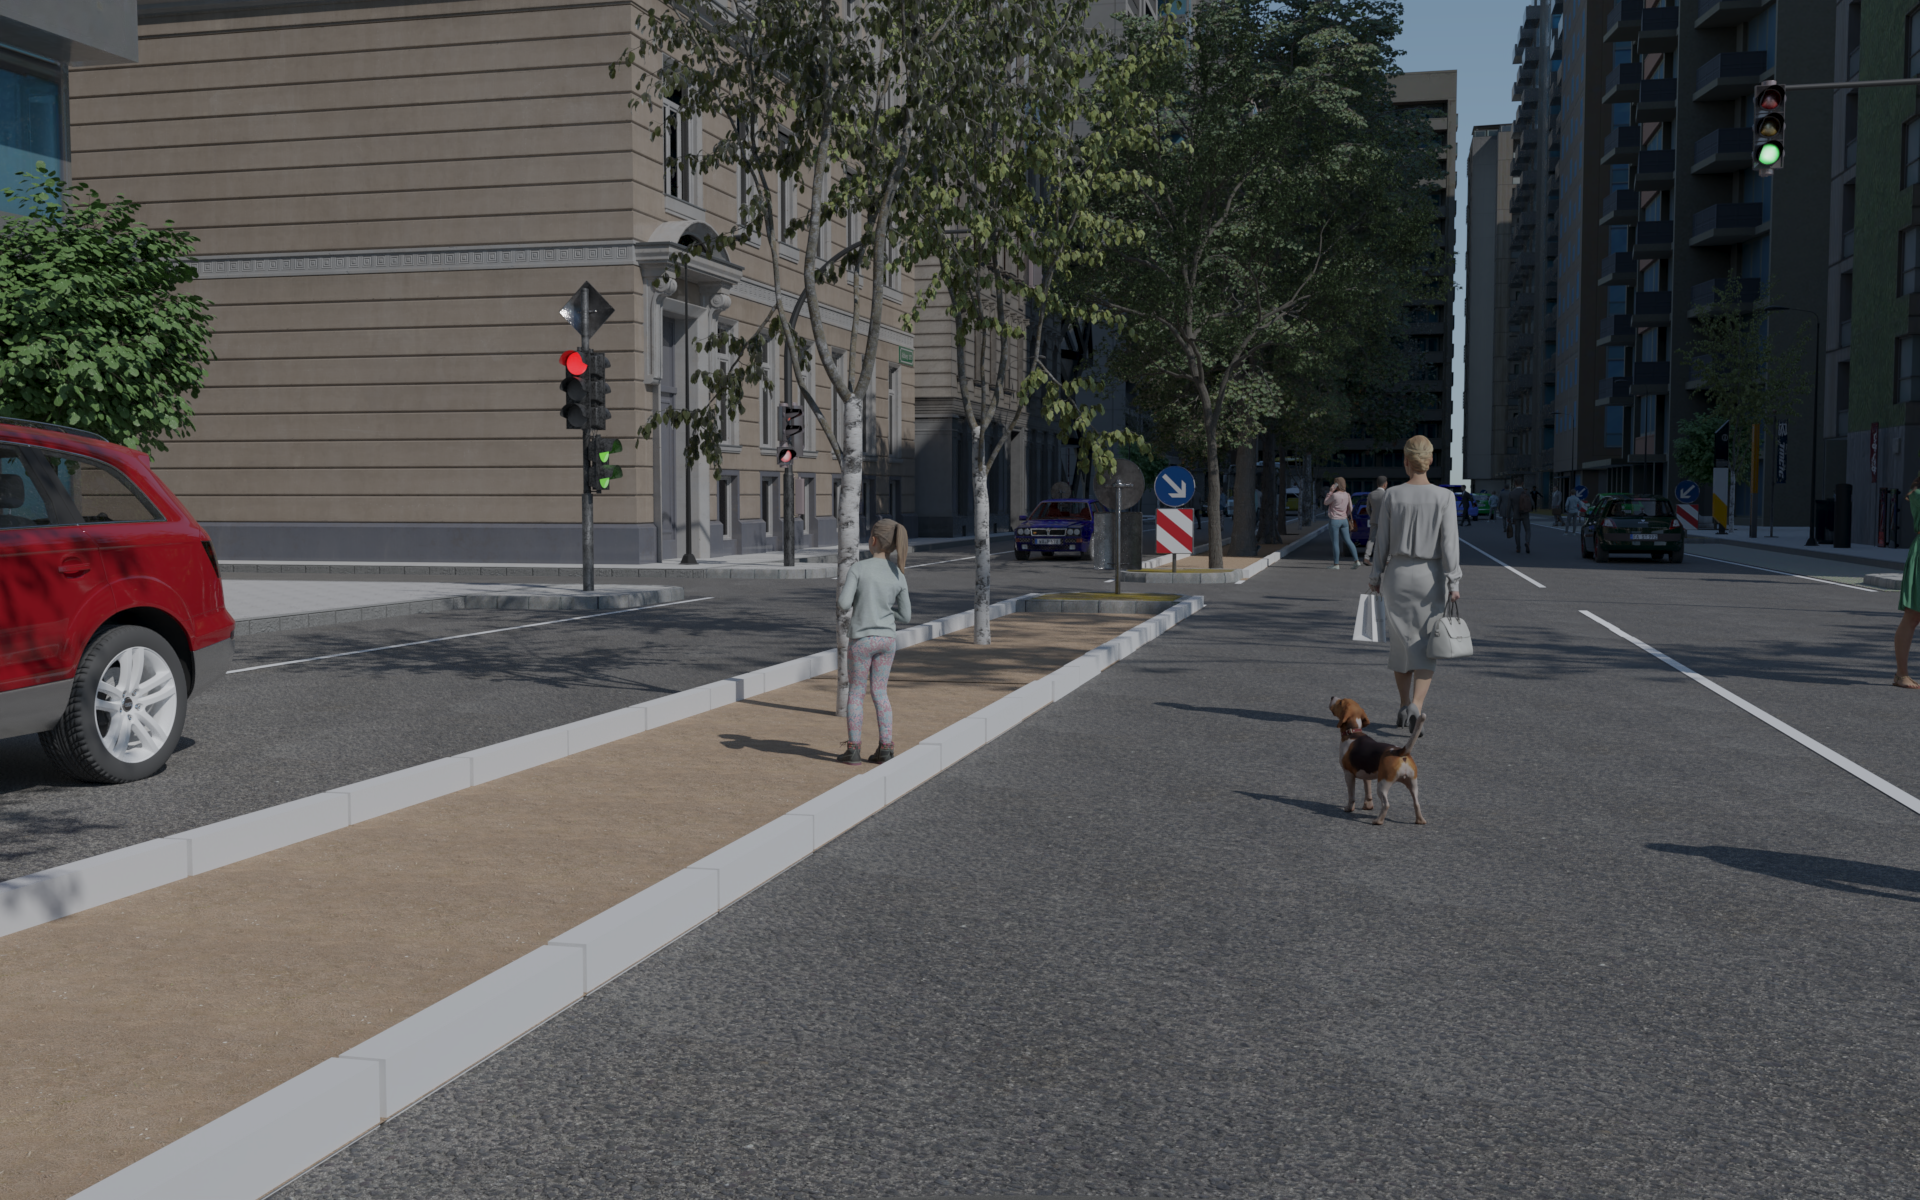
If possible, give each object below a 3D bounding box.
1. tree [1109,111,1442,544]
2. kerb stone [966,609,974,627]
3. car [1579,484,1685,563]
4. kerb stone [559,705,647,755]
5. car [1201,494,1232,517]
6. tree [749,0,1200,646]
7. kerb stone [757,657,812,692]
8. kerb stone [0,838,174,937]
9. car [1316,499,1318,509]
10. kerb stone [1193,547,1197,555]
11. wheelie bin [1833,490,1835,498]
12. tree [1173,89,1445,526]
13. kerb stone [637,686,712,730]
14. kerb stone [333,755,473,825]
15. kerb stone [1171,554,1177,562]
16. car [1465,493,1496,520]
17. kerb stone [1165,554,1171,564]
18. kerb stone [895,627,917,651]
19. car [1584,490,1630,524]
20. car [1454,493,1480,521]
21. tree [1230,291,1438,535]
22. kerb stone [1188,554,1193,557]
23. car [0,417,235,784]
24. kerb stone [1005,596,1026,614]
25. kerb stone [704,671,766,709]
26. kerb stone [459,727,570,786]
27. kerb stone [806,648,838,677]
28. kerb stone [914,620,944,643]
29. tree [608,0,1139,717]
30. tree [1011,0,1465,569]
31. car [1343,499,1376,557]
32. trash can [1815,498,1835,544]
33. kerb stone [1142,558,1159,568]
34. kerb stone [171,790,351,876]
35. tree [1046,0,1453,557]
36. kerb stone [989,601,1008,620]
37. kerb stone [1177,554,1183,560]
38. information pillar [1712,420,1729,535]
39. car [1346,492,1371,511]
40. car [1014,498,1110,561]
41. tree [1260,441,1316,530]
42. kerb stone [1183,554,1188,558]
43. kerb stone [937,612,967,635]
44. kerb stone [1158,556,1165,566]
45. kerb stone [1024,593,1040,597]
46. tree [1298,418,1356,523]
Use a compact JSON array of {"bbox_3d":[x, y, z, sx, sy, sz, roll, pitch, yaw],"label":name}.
[{"bbox_3d":[8.841,-7.943,49.326,9.611,12.733,9.660,0,3,0],"label":"tree"},{"bbox_3d":[0.119,0.202,18.897,0.120,0.150,1.000,1,4,14],"label":"kerb stone"},{"bbox_3d":[14.445,-1.683,37.307,2.009,1.686,4.222,1,4,14],"label":"car"},{"bbox_3d":[-2.070,0.753,9.930,0.120,0.150,1.000,1,4,14],"label":"kerb stone"},{"bbox_3d":[16.168,-6.053,108.756,2.009,1.686,4.222,1,4,13],"label":"car"},{"bbox_3d":[0.192,-3.860,15.935,4.737,8.622,4.395,0,3,0],"label":"tree"},{"bbox_3d":[-1.337,0.567,12.921,0.120,0.150,1.000,1,4,14],"label":"kerb stone"},{"bbox_3d":[-3.046,0.993,5.958,0.120,0.150,1.000,1,4,14],"label":"kerb stone"},{"bbox_3d":[34.089,-9.600,169.545,1.945,1.354,3.894,1,4,14],"label":"car"},{"bbox_3d":[5.356,-1.105,40.320,0.120,0.150,1.000,1,4,14],"label":"kerb stone"},{"bbox_3d":[31.354,-3.277,61.485,0.693,1.594,0.980,1,4,21],"label":"wheelie bin"},{"bbox_3d":[14.310,-13.370,76.951,12.611,20.169,13.585,0,3,0],"label":"tree"},{"bbox_3d":[-1.824,0.690,10.933,0.120,0.150,1.000,1,4,14],"label":"kerb stone"},{"bbox_3d":[-2.558,0.872,7.943,0.120,0.150,1.000,1,4,14],"label":"kerb stone"},{"bbox_3d":[4.382,-0.864,36.342,0.120,0.150,1.000,1,4,14],"label":"kerb stone"},{"bbox_3d":[29.439,-5.470,98.235,1.959,1.807,4.718,1,4,15],"label":"car"},{"bbox_3d":[4.140,-0.804,35.348,0.120,0.150,1.000,1,4,14],"label":"kerb stone"},{"bbox_3d":[-0.603,0.385,15.908,0.120,0.150,1.000,1,4,14],"label":"kerb stone"},{"bbox_3d":[23.923,-3.333,63.290,1.959,1.807,4.718,1,4,14],"label":"car"},{"bbox_3d":[26.997,-5.117,93.251,1.945,1.707,3.694,1,4,15],"label":"car"},{"bbox_3d":[11.228,-8.997,59.929,12.009,13.543,11.850,0,3,0],"label":"tree"},{"bbox_3d":[5.115,-1.048,39.326,0.120,0.150,1.000,1,4,14],"label":"kerb stone"},{"bbox_3d":[-5.417,0.079,7.376,2.281,1.827,5.304,1,4,14],"label":"car"},{"bbox_3d":[0.605,0.080,20.883,0.120,0.150,1.000,1,4,14],"label":"kerb stone"},{"bbox_3d":[-1.583,0.629,11.928,0.120,0.150,1.000,1,4,14],"label":"kerb stone"},{"bbox_3d":[-2.309,0.811,8.935,0.120,0.150,1.000,1,4,14],"label":"kerb stone"},{"bbox_3d":[-1.096,0.507,13.914,0.120,0.150,1.000,1,4,14],"label":"kerb stone"},{"bbox_3d":[-0.364,0.328,16.906,0.120,0.150,1.000,1,4,14],"label":"kerb stone"},{"bbox_3d":[-0.675,-3.564,11.087,4.360,8.622,3.978,0,3,0],"label":"tree"},{"bbox_3d":[4.701,-5.764,31.105,8.767,10.594,7.601,1,4,14],"label":"tree"},{"bbox_3d":[9.889,-1.719,40.684,1.945,1.354,3.894,1,4,12],"label":"car"},{"bbox_3d":[22.189,-1.994,44.253,0.748,1.137,0.748,0,3,0],"label":"trash can"},{"bbox_3d":[3.654,-0.675,33.346,0.120,0.150,1.000,1,4,14],"label":"kerb stone"},{"bbox_3d":[-2.799,0.934,6.950,0.120,0.150,1.000,1,4,14],"label":"kerb stone"},{"bbox_3d":[6.549,-7.990,39.742,9.857,13.997,8.962,0,3,0],"label":"tree"},{"bbox_3d":[0.361,0.149,19.890,0.120,0.150,1.000,1,4,14],"label":"kerb stone"},{"bbox_3d":[4.633,-0.925,37.338,0.120,0.150,1.000,1,4,14],"label":"kerb stone"},{"bbox_3d":[24.101,-3.883,54.843,0.504,3.616,0.183,-1,4,-13],"label":"information pillar"},{"bbox_3d":[14.434,-3.151,61.113,1.945,1.707,3.694,1,4,16],"label":"car"},{"bbox_3d":[2.379,-1.590,38.577,1.945,1.354,3.894,1,4,16],"label":"car"},{"bbox_3d":[13.516,-7.084,68.646,4.360,8.622,3.978,0,3,0],"label":"tree"},{"bbox_3d":[4.872,-0.985,38.333,0.120,0.150,1.000,1,4,14],"label":"kerb stone"},{"bbox_3d":[-0.127,0.263,17.903,0.120,0.150,1.000,1,4,14],"label":"kerb stone"},{"bbox_3d":[3.894,-0.743,34.339,0.120,0.150,1.000,1,4,14],"label":"kerb stone"},{"bbox_3d":[0.858,0.020,21.873,0.120,0.150,1.000,1,4,14],"label":"kerb stone"},{"bbox_3d":[17.705,-8.152,86.108,4.737,8.622,4.395,0,3,0],"label":"tree"}]
